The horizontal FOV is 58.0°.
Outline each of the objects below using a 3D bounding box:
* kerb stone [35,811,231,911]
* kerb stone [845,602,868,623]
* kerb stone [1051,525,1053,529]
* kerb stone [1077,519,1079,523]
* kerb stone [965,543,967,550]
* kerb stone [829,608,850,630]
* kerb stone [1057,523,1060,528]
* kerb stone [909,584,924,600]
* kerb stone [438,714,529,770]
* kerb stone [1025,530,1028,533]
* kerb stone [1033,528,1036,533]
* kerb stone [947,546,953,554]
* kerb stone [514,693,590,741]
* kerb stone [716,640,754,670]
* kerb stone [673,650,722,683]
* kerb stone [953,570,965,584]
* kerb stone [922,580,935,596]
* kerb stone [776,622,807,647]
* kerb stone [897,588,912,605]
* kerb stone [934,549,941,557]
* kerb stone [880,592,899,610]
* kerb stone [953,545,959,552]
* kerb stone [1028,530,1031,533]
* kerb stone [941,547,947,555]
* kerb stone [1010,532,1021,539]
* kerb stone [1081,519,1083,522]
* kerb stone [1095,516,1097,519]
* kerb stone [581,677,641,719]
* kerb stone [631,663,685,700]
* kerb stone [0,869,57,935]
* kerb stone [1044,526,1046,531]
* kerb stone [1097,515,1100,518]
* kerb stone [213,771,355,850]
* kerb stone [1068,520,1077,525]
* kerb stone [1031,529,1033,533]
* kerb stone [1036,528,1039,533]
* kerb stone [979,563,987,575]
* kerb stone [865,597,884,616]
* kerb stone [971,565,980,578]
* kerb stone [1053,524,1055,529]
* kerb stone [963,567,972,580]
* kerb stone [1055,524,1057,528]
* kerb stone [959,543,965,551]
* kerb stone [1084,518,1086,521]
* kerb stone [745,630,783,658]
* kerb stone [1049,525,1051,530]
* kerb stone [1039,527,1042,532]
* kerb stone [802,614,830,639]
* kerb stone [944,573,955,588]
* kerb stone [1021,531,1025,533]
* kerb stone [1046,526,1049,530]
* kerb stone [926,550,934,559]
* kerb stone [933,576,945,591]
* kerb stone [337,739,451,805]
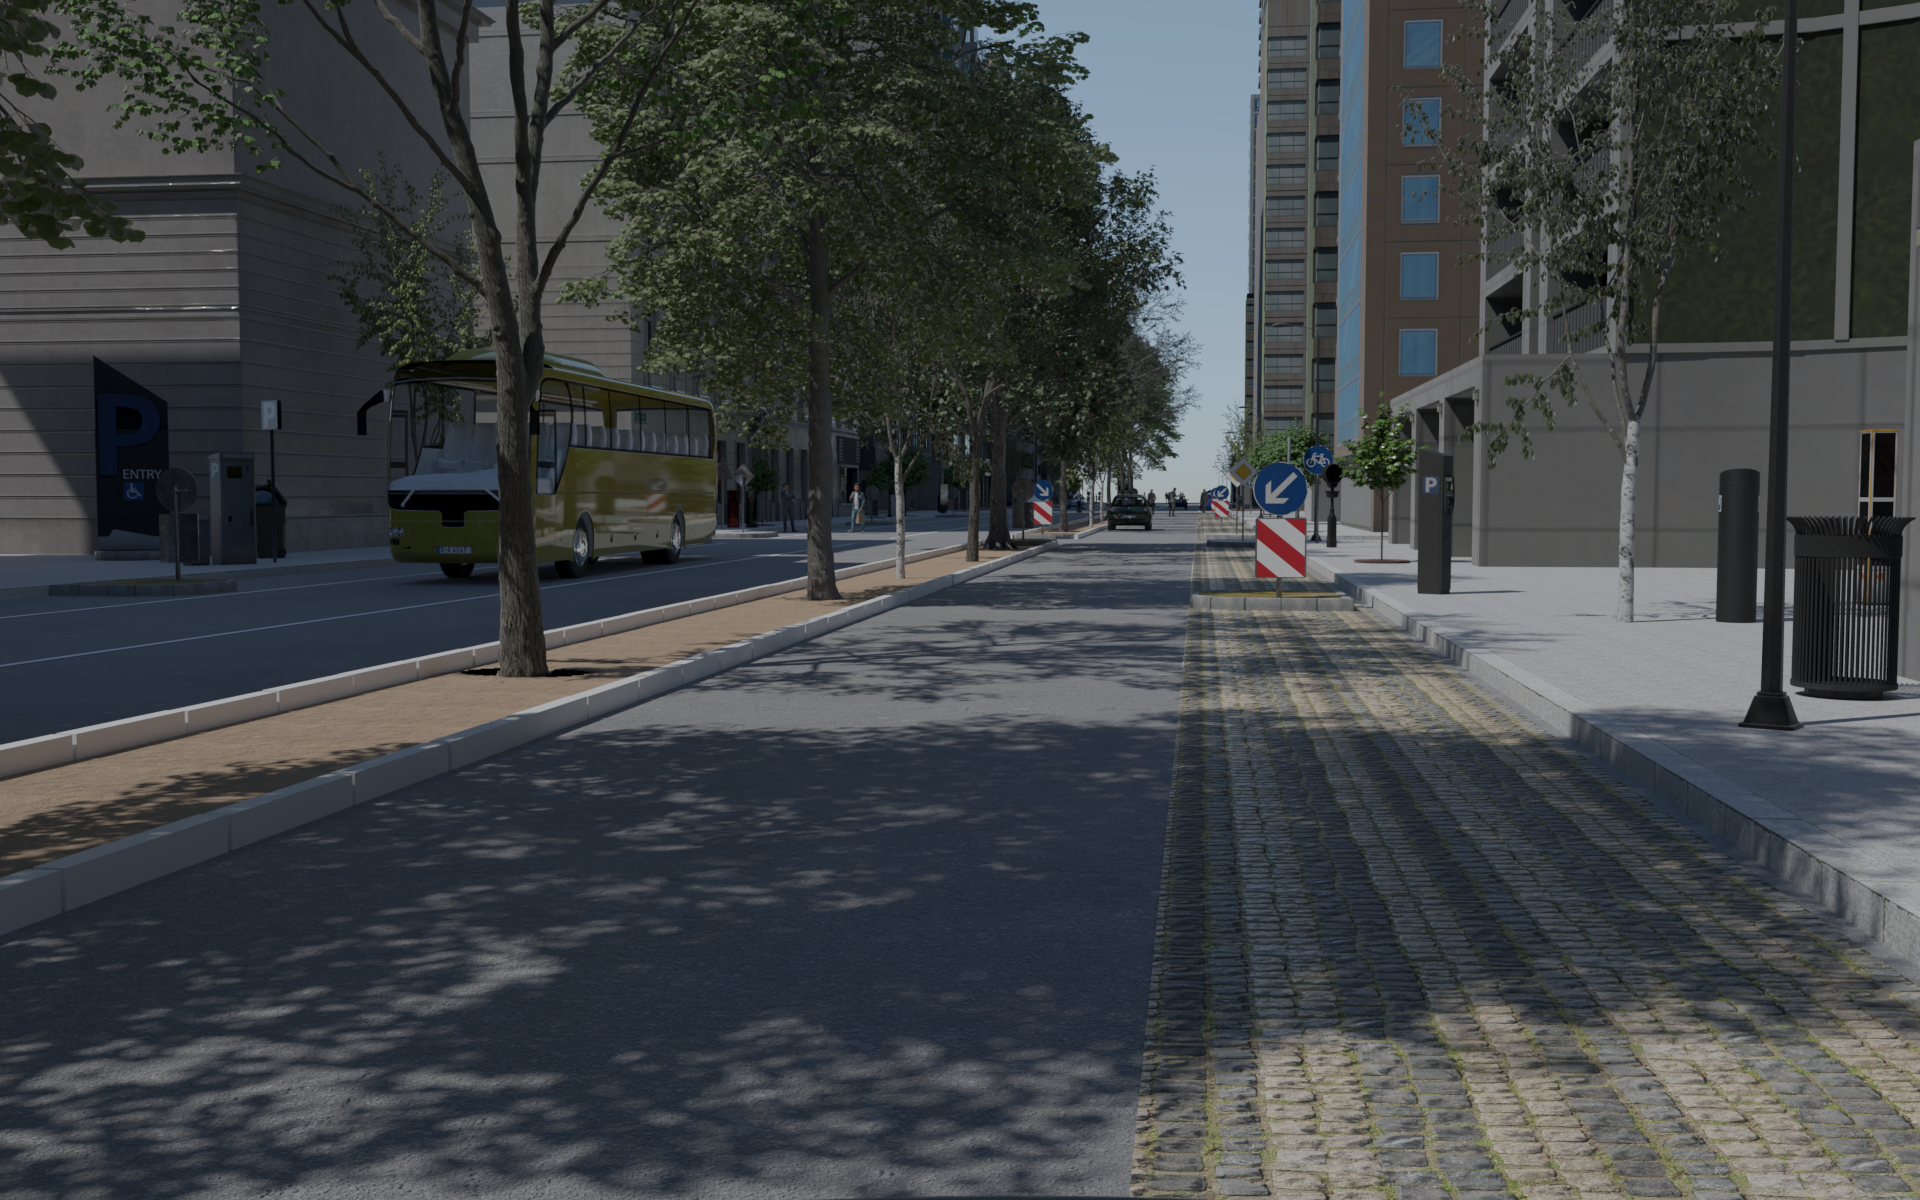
[{"bbox_3d":[-3.058,0.963,6.445,0.120,0.150,1.000,0,4,8],"label":"kerb stone"},{"bbox_3d":[-1.226,0.156,19.642,0.120,0.150,1.000,0,4,8],"label":"kerb stone"},{"bbox_3d":[3.532,-2.877,69.244,0.120,0.150,1.000,0,4,8],"label":"kerb stone"},{"bbox_3d":[5.495,-3.745,83.440,0.120,0.150,1.000,0,4,8],"label":"kerb stone"},{"bbox_3d":[0.073,-1.347,44.317,0.120,0.150,1.000,0,4,8],"label":"kerb stone"},{"bbox_3d":[-1.368,0.227,18.624,0.120,0.150,1.000,0,4,8],"label":"kerb stone"},{"bbox_3d":[3.952,-3.060,72.292,0.120,0.150,1.000,0,4,8],"label":"kerb stone"},{"bbox_3d":[-0.662,-0.087,23.708,0.120,0.150,1.000,0,4,8],"label":"kerb stone"},{"bbox_3d":[-2.627,0.779,9.489,0.120,0.150,1.000,0,4,8],"label":"kerb stone"},{"bbox_3d":[2.120,-2.251,59.073,0.120,0.150,1.000,0,4,8],"label":"kerb stone"},{"bbox_3d":[2.536,-2.442,62.119,0.120,0.150,1.000,0,4,8],"label":"kerb stone"},{"bbox_3d":[-0.354,-1.158,41.272,0.120,0.150,1.000,0,4,8],"label":"kerb stone"},{"bbox_3d":[-2.494,0.715,10.502,0.120,0.150,1.000,0,4,8],"label":"kerb stone"},{"bbox_3d":[-1.936,0.472,14.559,0.120,0.150,1.000,0,4,8],"label":"kerb stone"},{"bbox_3d":[-2.075,0.529,13.546,0.120,0.150,1.000,0,4,8],"label":"kerb stone"},{"bbox_3d":[-0.094,-0.342,27.782,0.120,0.150,1.000,0,4,8],"label":"kerb stone"},{"bbox_3d":[-0.522,-0.147,24.735,0.120,0.150,1.000,0,4,8],"label":"kerb stone"},{"bbox_3d":[-1.656,0.343,16.584,0.120,0.150,1.000,0,4,8],"label":"kerb stone"},{"bbox_3d":[-0.805,-0.025,22.695,0.120,0.150,1.000,0,4,8],"label":"kerb stone"},{"bbox_3d":[-0.630,-1.043,39.242,0.120,0.150,1.000,0,4,8],"label":"kerb stone"},{"bbox_3d":[-0.941,0.032,21.677,0.120,0.150,1.000,0,4,8],"label":"kerb stone"},{"bbox_3d":[-0.210,-1.229,42.284,0.120,0.150,1.000,0,4,8],"label":"kerb stone"},{"bbox_3d":[2.253,-2.317,60.086,0.120,0.150,1.000,0,4,8],"label":"kerb stone"},{"bbox_3d":[-0.495,-1.103,40.260,0.120,0.150,1.000,0,4,8],"label":"kerb stone"},{"bbox_3d":[1.831,-2.131,57.040,0.120,0.150,1.000,0,4,8],"label":"kerb stone"},{"bbox_3d":[5.923,-3.932,86.476,0.120,0.150,1.000,0,4,8],"label":"kerb stone"},{"bbox_3d":[7.468,-4.614,97.627,0.120,0.150,1.000,0,4,8],"label":"kerb stone"},{"bbox_3d":[-2.354,0.656,11.515,0.120,0.150,1.000,0,4,8],"label":"kerb stone"},{"bbox_3d":[-2.216,0.595,12.528,0.120,0.150,1.000,0,4,8],"label":"kerb stone"},{"bbox_3d":[-3.201,1.027,5.432,0.120,0.150,1.000,0,4,8],"label":"kerb stone"},{"bbox_3d":[3.097,-2.690,66.182,0.120,0.150,1.000,0,4,8],"label":"kerb stone"},{"bbox_3d":[8.161,-4.920,102.695,0.120,0.150,1.000,0,4,8],"label":"kerb stone"},{"bbox_3d":[-2.918,0.905,7.465,0.120,0.150,1.000,0,4,8],"label":"kerb stone"},{"bbox_3d":[5.353,-3.684,82.428,0.120,0.150,1.000,0,4,8],"label":"kerb stone"},{"bbox_3d":[2.394,-2.378,61.102,0.120,0.150,1.000,0,4,8],"label":"kerb stone"},{"bbox_3d":[2.687,-2.504,63.132,0.120,0.150,1.000,0,4,8],"label":"kerb stone"},{"bbox_3d":[0.320,-0.528,30.821,0.120,0.150,1.000,0,4,8],"label":"kerb stone"},{"bbox_3d":[-1.085,0.096,20.656,0.120,0.150,1.000,0,4,8],"label":"kerb stone"},{"bbox_3d":[0.174,-0.466,29.809,0.120,0.150,1.000,0,4,8],"label":"kerb stone"},{"bbox_3d":[3.658,-2.940,70.266,0.120,0.150,1.000,0,4,8],"label":"kerb stone"},{"bbox_3d":[0.038,-0.404,28.795,0.120,0.150,1.000,0,4,8],"label":"kerb stone"},{"bbox_3d":[3.806,-3.002,71.280,0.120,0.150,1.000,0,4,8],"label":"kerb stone"},{"bbox_3d":[-0.069,-1.289,43.302,0.120,0.150,1.000,0,4,8],"label":"kerb stone"},{"bbox_3d":[6.199,-4.048,88.502,0.120,0.150,1.000,0,4,8],"label":"kerb stone"},{"bbox_3d":[-1.792,0.405,15.571,0.120,0.150,1.000,0,4,8],"label":"kerb stone"},{"bbox_3d":[3.388,-2.815,68.224,0.120,0.150,1.000,0,4,8],"label":"kerb stone"},{"bbox_3d":[2.822,-2.566,64.152,0.120,0.150,1.000,0,4,8],"label":"kerb stone"},{"bbox_3d":[-1.511,0.282,17.608,0.120,0.150,1.000,0,4,8],"label":"kerb stone"},{"bbox_3d":[-0.249,-0.280,26.767,0.120,0.150,1.000,0,4,8],"label":"kerb stone"},{"bbox_3d":[1.979,-2.190,58.057,0.120,0.150,1.000,0,4,8],"label":"kerb stone"},{"bbox_3d":[3.238,-2.753,67.211,0.120,0.150,1.000,0,4,8],"label":"kerb stone"},{"bbox_3d":[-0.773,-0.980,38.224,0.120,0.150,1.000,0,4,8],"label":"kerb stone"},{"bbox_3d":[-0.389,-0.214,25.748,0.120,0.150,1.000,0,4,8],"label":"kerb stone"},{"bbox_3d":[-2.777,0.841,8.477,0.120,0.150,1.000,0,4,8],"label":"kerb stone"}]
